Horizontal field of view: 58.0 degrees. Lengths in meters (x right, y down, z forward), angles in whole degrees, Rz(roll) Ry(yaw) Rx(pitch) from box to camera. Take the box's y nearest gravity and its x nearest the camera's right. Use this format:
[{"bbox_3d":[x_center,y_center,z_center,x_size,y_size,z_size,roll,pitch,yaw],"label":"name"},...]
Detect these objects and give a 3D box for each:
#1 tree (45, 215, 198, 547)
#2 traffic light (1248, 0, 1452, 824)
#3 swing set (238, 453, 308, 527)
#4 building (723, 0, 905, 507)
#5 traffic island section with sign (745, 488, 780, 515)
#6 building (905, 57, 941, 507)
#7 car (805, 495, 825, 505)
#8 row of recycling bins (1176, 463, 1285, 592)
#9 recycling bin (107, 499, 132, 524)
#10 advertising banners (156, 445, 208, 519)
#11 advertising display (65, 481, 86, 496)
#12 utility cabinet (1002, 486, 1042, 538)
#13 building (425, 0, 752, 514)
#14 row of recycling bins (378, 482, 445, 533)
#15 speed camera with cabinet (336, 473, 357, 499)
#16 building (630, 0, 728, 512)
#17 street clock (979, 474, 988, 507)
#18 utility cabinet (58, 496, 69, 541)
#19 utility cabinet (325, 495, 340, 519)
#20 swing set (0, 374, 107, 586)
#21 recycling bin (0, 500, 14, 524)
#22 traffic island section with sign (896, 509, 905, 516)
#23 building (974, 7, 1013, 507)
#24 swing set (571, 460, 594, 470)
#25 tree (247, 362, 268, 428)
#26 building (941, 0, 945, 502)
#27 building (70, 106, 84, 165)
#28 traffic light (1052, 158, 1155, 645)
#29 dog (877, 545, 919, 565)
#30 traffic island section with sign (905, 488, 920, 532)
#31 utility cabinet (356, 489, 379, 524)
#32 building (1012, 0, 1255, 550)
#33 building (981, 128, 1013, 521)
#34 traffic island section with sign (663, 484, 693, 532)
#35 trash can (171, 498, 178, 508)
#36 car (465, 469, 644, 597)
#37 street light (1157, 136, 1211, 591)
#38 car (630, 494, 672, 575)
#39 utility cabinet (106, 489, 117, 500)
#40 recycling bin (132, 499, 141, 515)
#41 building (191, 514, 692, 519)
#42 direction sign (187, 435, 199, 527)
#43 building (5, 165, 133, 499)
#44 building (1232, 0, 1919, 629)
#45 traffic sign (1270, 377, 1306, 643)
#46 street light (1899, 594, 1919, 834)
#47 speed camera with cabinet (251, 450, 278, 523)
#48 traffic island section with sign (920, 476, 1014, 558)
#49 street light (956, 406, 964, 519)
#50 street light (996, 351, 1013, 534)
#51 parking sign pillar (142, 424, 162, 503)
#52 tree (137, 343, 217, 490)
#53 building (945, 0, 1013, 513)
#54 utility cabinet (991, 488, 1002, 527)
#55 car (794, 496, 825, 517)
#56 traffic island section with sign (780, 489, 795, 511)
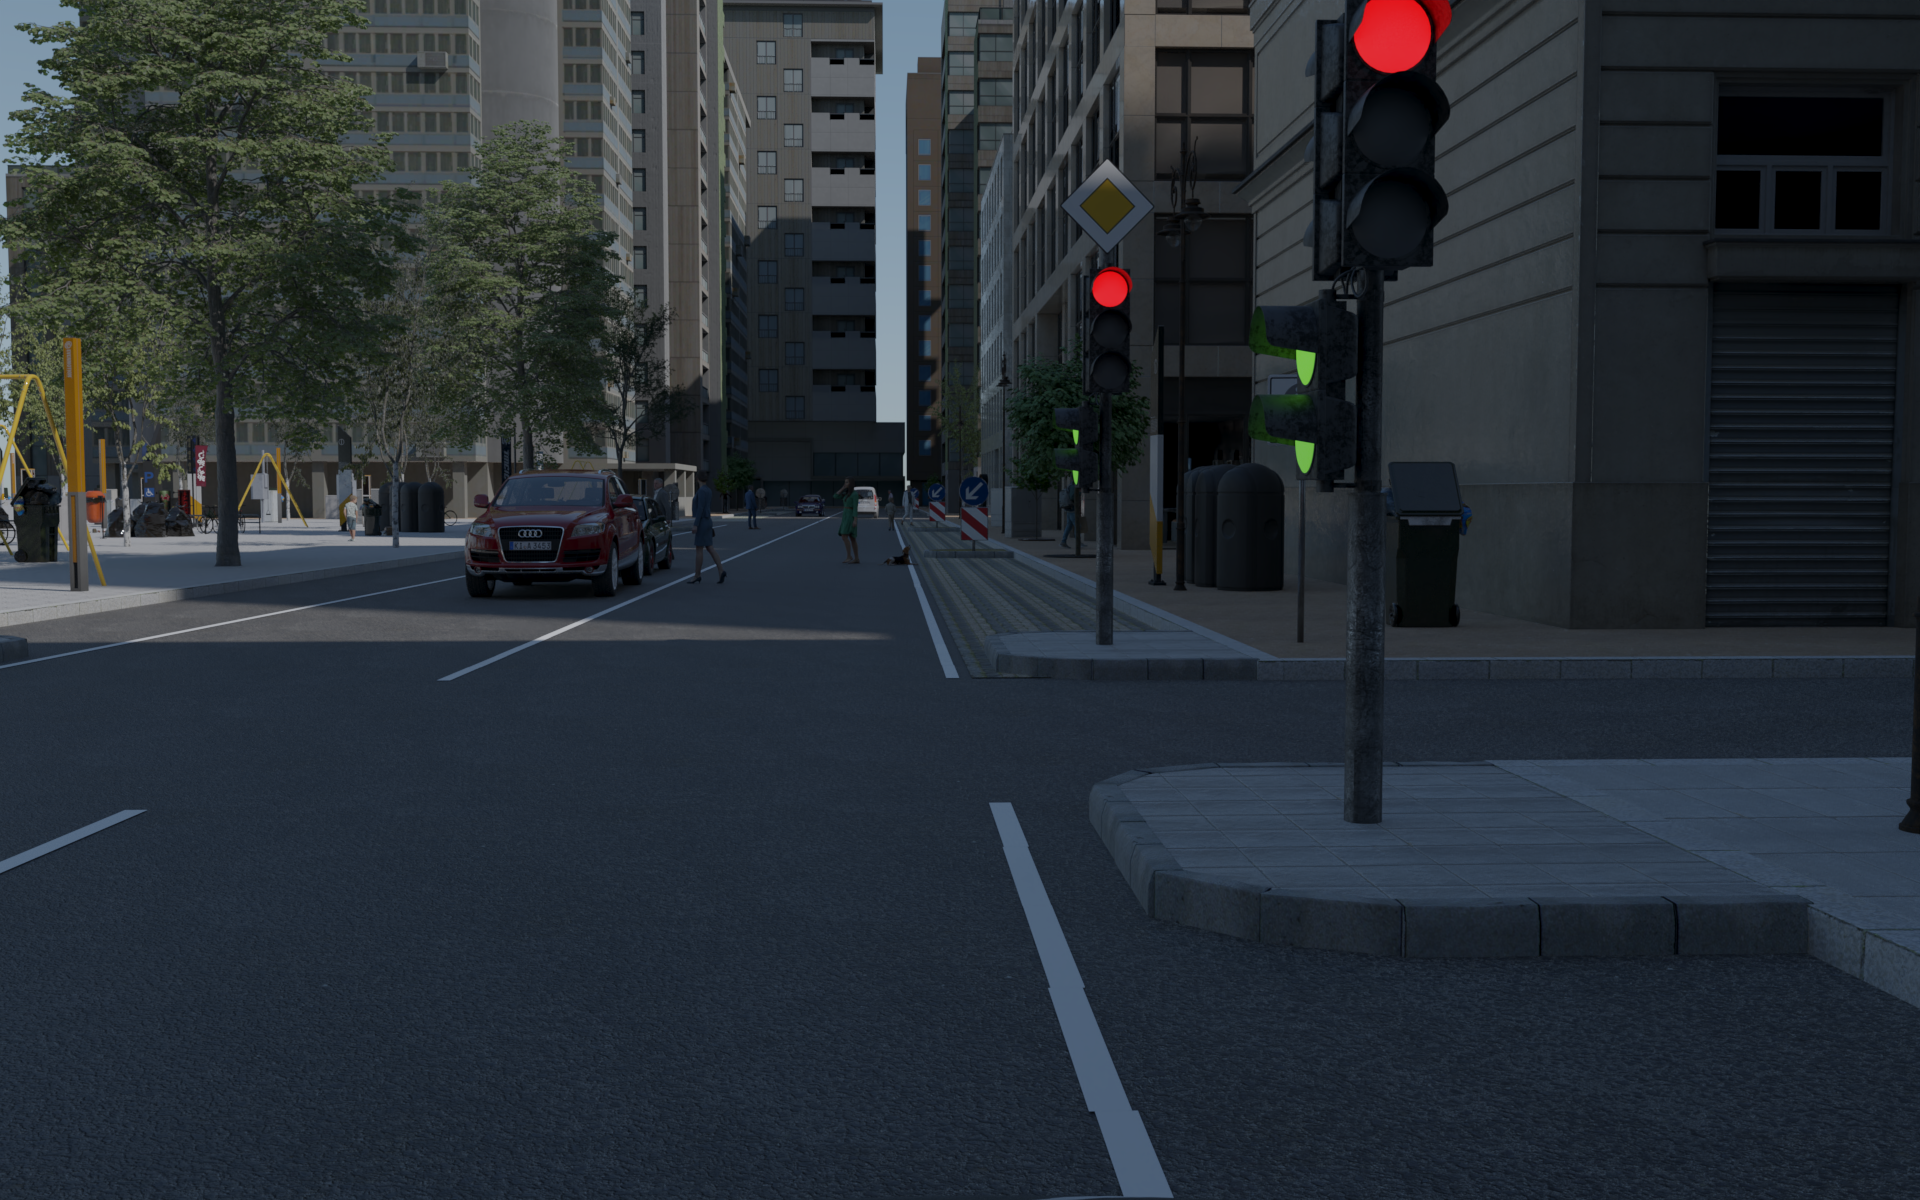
[{"bbox_3d":[-20.311,-5.591,41.780,4.737,8.622,4.395,0,3,0],"label":"tree"},{"bbox_3d":[1.564,-1.087,6.690,0.839,4.253,0.868,0,4,-3],"label":"traffic light"},{"bbox_3d":[-26.979,-4.274,67.497,2.862,2.851,3.119,-1,4,-22],"label":"swing set"},{"bbox_3d":[-19.832,-36.538,186.631,27.495,52.752,28.713,0,4,-3],"label":"building"},{"bbox_3d":[-13.328,-6.579,116.195,1.989,1.847,2.006,0,4,-3],"label":"traffic island section with sign"},{"bbox_3d":[1.520,-32.495,181.409,14.200,45.320,14.600,0,4,-3],"label":"building"},{"bbox_3d":[-12.166,-7.966,142.606,2.083,1.381,4.827,0,4,-4],"label":"car"},{"bbox_3d":[3.733,-1.060,24.444,1.069,1.692,3.534,0,4,-4],"label":"row of recycling bins"},{"bbox_3d":[-35.656,-3.715,73.297,0.722,1.027,0.722,-3,5,-41],"label":"recycling bin"},{"bbox_3d":[-27.463,-3.978,61.227,0.090,3.025,2.074,2,4,31],"label":"advertising banners"},{"bbox_3d":[-43.893,-4.937,85.928,0.974,1.923,0.123,0,4,-8],"label":"advertising display"},{"bbox_3d":[1.857,-2.559,50.524,1.173,1.500,0.318,-3,5,-39],"label":"utility cabinet"},{"bbox_3d":[-30.316,-27.890,147.884,23.993,40.220,32.217,0,4,-3],"label":"building"},{"bbox_3d":[-18.610,-3.152,58.640,3.534,1.692,1.069,3,5,44],"label":"row of recycling bins"},{"bbox_3d":[-27.011,-5.121,78.061,0.660,3.252,2.038,3,5,42],"label":"speed camera with cabinet"},{"bbox_3d":[-23.920,-26.706,120.237,14.154,41.232,14.086,0,4,-3],"label":"building"},{"bbox_3d":[0.845,-3.543,62.498,0.358,2.002,0.471,-1,4,-17],"label":"street clock"},{"bbox_3d":[-24.919,-2.251,47.968,0.306,1.237,1.020,-3,4,-38],"label":"utility cabinet"},{"bbox_3d":[-31.983,-4.749,88.812,1.020,1.237,0.306,0,4,0],"label":"utility cabinet"},{"bbox_3d":[-13.397,-1.544,22.872,3.119,2.851,2.862,0,4,7],"label":"swing set"},{"bbox_3d":[-40.662,-3.757,73.988,0.722,1.027,0.722,-3,5,-44],"label":"recycling bin"},{"bbox_3d":[-3.204,-6.594,116.440,1.989,1.847,2.006,0,4,-3],"label":"traffic island section with sign"},{"bbox_3d":[7.754,-20.525,107.277,14.160,30.474,14.107,0,4,-3],"label":"building"},{"bbox_3d":[-17.754,-5.130,81.501,2.862,2.851,3.119,0,4,-2],"label":"swing set"},{"bbox_3d":[-32.054,-8.115,83.050,4.360,8.622,3.978,0,3,0],"label":"tree"},{"bbox_3d":[9.315,-32.436,154.026,21.300,48.544,21.600,0,4,-3],"label":"building"},{"bbox_3d":[-76.992,-32.231,181.601,28.867,44.769,22.147,0,4,-3],"label":"building"},{"bbox_3d":[1.214,-1.575,14.667,0.839,4.253,0.868,0,4,-3],"label":"traffic light"},{"bbox_3d":[-1.252,-0.903,34.960,0.748,0.427,0.550,2,4,31],"label":"dog"},{"bbox_3d":[-1.007,-3.527,66.288,1.989,1.847,2.006,0,4,-3],"label":"traffic island section with sign"},{"bbox_3d":[-24.831,-3.928,72.905,1.173,1.500,0.318,1,4,21],"label":"utility cabinet"},{"bbox_3d":[12.541,-15.398,56.274,19.350,26.468,34.151,0,4,-3],"label":"building"},{"bbox_3d":[6.652,-13.893,81.906,10.420,20.320,16.860,0,4,-3],"label":"building"},{"bbox_3d":[-11.164,-3.571,67.011,1.989,1.847,2.006,0,4,-3],"label":"traffic island section with sign"},{"bbox_3d":[-32.094,-3.628,70.973,0.748,1.137,0.748,0,3,0],"label":"trash can"},{"bbox_3d":[-5.938,-1.048,25.804,2.281,1.827,5.304,0,4,-4],"label":"car"},{"bbox_3d":[2.932,-3.064,22.885,0.468,5.910,1.993,0,4,-3],"label":"street light"},{"bbox_3d":[-6.319,-1.339,31.681,2.009,1.686,4.222,0,4,-2],"label":"car"},{"bbox_3d":[-38.681,-4.270,78.490,1.173,1.500,0.318,2,4,30],"label":"utility cabinet"},{"bbox_3d":[-41.415,-4.581,87.450,0.722,1.027,0.722,0,4,8],"label":"recycling bin"},{"bbox_3d":[-32.303,-25.015,100.879,32.217,40.220,23.993,0,4,-3],"label":"building"},{"bbox_3d":[-29.616,-4.578,66.854,0.379,3.537,0.876,-3,5,-45],"label":"direction sign"},{"bbox_3d":[-74.438,-23.434,154.842,14.107,30.474,14.160,0,4,-3],"label":"building"},{"bbox_3d":[19.676,-11.638,23.565,30.059,22.955,16.112,0,4,-3],"label":"building"},{"bbox_3d":[2.942,-0.781,14.900,0.606,2.300,0.079,0,4,6],"label":"traffic sign"},{"bbox_3d":[3.677,-2.057,6.418,0.468,5.910,1.993,0,4,-3],"label":"street light"},{"bbox_3d":[-31.480,-5.149,78.523,0.660,3.252,2.038,0,4,0],"label":"speed camera with cabinet"},{"bbox_3d":[0.174,-1.880,39.358,1.989,1.847,2.006,0,4,-3],"label":"traffic island section with sign"},{"bbox_3d":[0.004,-7.137,89.482,0.468,5.910,1.993,0,4,-3],"label":"street light"},{"bbox_3d":[1.422,-5.098,56.141,0.468,5.910,1.993,0,4,-3],"label":"street light"},{"bbox_3d":[-30.915,-4.761,66.317,1.447,3.967,1.447,-1,4,-13],"label":"parking sign pillar"},{"bbox_3d":[-37.226,-8.123,83.174,4.360,8.622,3.978,0,3,0],"label":"tree"},{"bbox_3d":[5.919,-26.750,120.952,14.154,41.232,14.086,0,4,-3],"label":"building"},{"bbox_3d":[1.777,-3.585,67.288,1.173,1.500,0.318,2,4,34],"label":"utility cabinet"},{"bbox_3d":[-9.561,-5.985,110.439,1.945,1.354,3.894,0,4,-2],"label":"car"},{"bbox_3d":[-14.521,-8.241,143.360,1.989,1.847,2.006,0,4,-3],"label":"traffic island section with sign"}]
